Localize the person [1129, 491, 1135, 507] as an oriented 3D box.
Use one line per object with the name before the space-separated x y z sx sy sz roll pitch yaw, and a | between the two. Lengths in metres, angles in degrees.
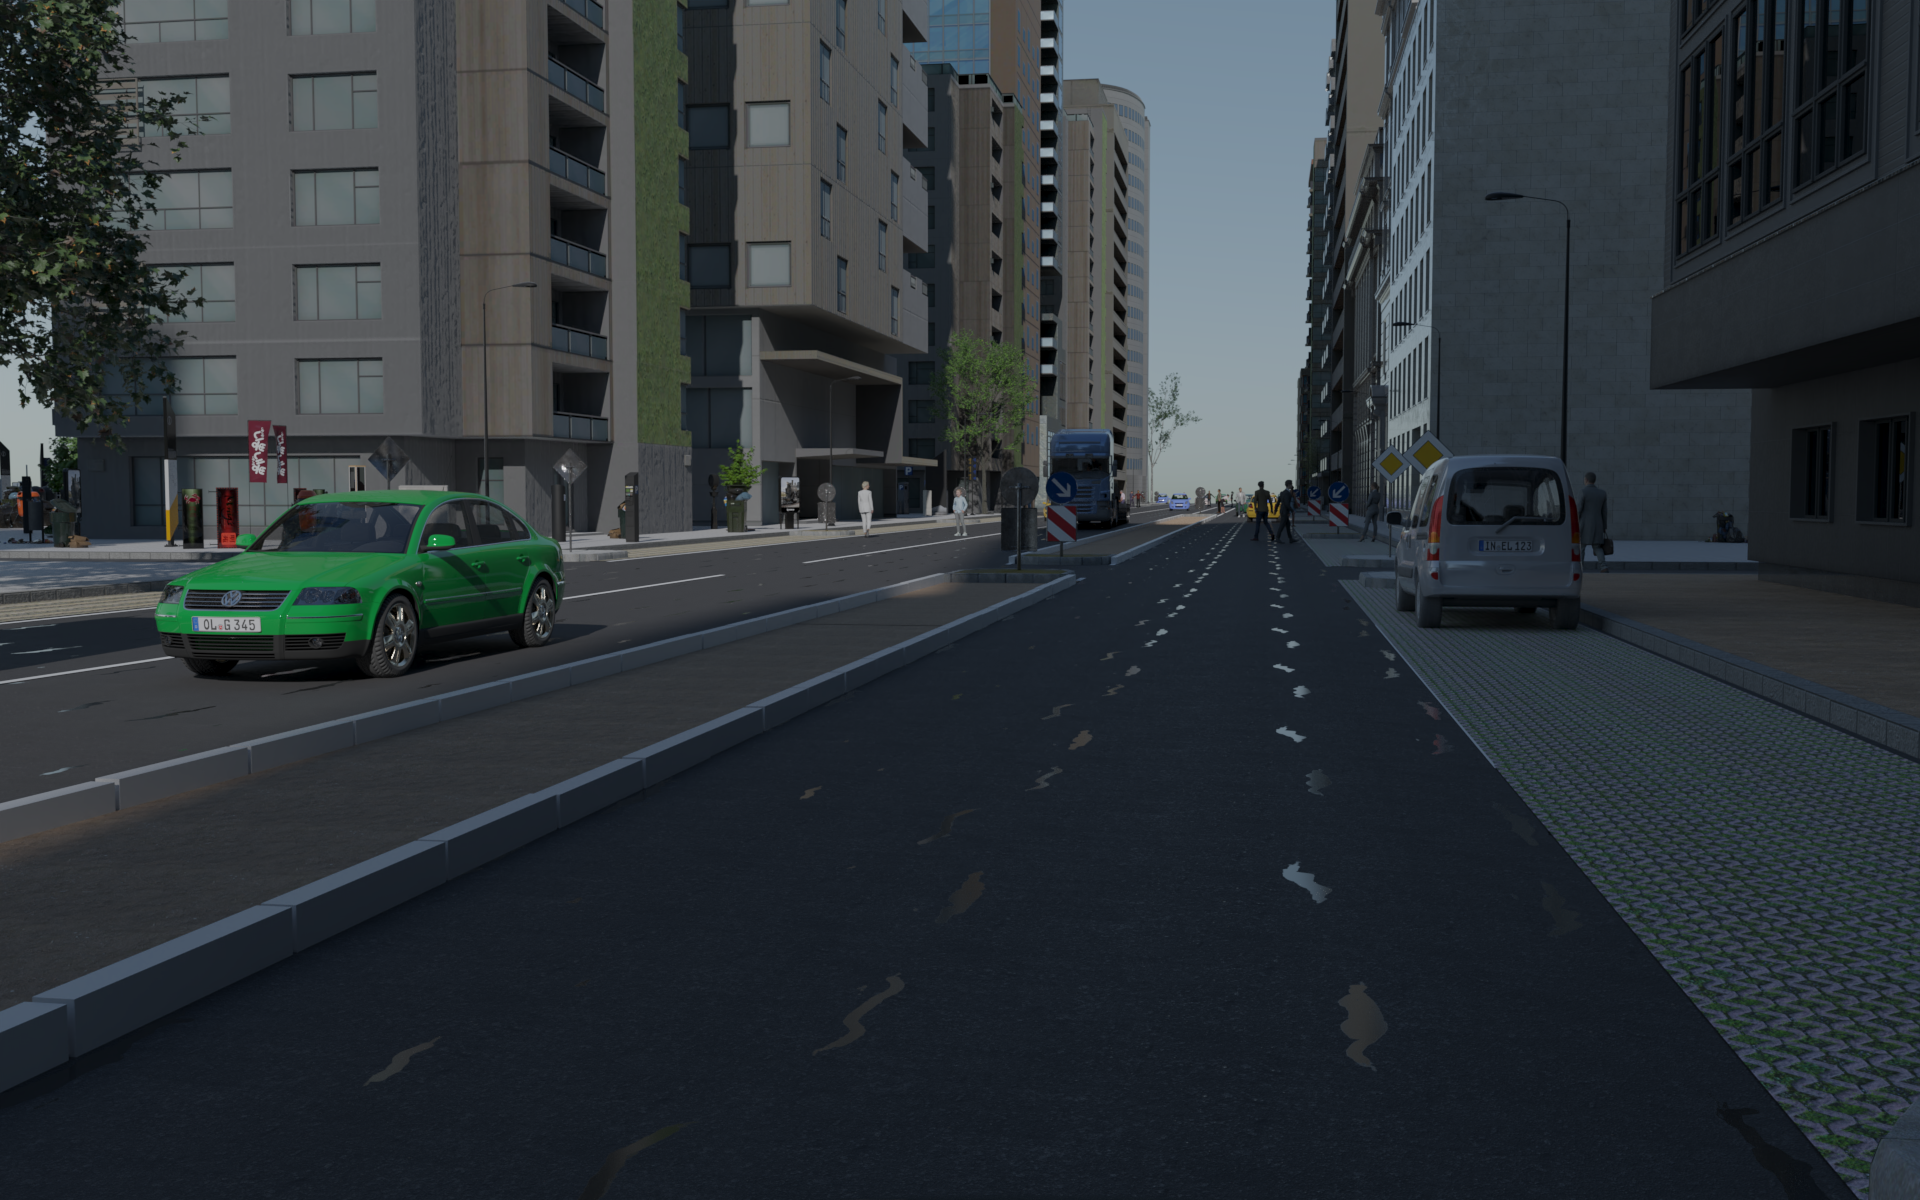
person | 18.589 -10.854 186.419 0.568 1.767 0.683 3 5 44

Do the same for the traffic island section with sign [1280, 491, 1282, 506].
traffic island section with sign | 25.745 -7.631 133.397 1.989 1.847 2.006 1 4 10

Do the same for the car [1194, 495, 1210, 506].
car | 29.480 -12.098 210.168 2.083 1.381 4.827 1 4 11

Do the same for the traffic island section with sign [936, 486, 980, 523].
traffic island section with sign | -0.030 -4.771 86.632 1.989 1.847 2.006 1 4 10

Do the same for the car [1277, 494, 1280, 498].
car | 46.308 -14.671 248.674 1.959 1.807 4.718 1 4 10

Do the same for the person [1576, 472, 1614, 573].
person | 10.852 -1.299 29.840 0.694 1.812 0.767 -1 4 -16

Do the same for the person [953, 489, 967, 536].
person | -0.022 -3.013 59.568 0.589 1.601 0.330 3 5 41

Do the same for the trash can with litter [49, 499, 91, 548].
trash can with litter | -21.220 -1.836 41.399 1.055 1.170 0.624 1 4 23

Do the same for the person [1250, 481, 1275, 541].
person | 9.325 -2.737 53.168 0.836 1.842 0.656 3 5 40

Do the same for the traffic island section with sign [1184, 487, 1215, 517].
traffic island section with sign | 15.220 -6.224 109.901 2.006 1.907 1.989 1 4 10

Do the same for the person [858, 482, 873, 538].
person | -3.088 -2.954 56.675 0.514 1.842 0.818 0 4 2

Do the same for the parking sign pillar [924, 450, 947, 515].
parking sign pillar | -1.492 -7.081 104.254 1.447 3.967 1.447 -1 4 -15

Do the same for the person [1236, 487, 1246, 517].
person | 17.324 -6.024 106.837 0.661 1.843 0.795 1 4 17

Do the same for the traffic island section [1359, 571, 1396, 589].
traffic island section | 7.346 -0.302 27.226 2.009 0.180 2.903 1 4 10

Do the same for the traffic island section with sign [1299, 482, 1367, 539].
traffic island section with sign | 12.084 -2.892 55.916 1.989 1.847 2.006 1 4 10

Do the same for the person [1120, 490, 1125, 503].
person | 12.087 -7.329 129.275 0.436 1.711 0.756 2 4 29

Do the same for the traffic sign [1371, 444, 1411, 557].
traffic sign | 8.707 -1.919 35.018 0.795 2.450 0.064 1 4 10

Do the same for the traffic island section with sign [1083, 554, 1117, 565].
traffic island section with sign | 2.183 -1.698 35.897 2.006 1.907 1.989 1 4 10

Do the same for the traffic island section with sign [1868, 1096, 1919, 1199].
traffic island section with sign | 2.713 0.356 2.802 1.989 1.847 2.006 1 4 10

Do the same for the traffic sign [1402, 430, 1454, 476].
traffic sign | 7.321 -1.438 27.153 0.795 2.450 0.064 1 4 10

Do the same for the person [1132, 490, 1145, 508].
person | 18.153 -10.269 176.358 1.348 1.831 0.705 0 4 5

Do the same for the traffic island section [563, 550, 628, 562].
traffic island section | -8.592 -0.970 38.139 2.009 0.180 2.903 1 4 10

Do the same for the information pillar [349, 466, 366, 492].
information pillar | -15.607 -2.471 44.896 0.304 2.012 0.304 2 4 35

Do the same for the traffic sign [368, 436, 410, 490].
traffic sign | -9.954 -1.625 30.208 0.795 2.450 0.064 1 4 10

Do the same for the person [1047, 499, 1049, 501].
person | 6.806 -7.168 126.409 0.721 1.736 1.217 -3 5 -39

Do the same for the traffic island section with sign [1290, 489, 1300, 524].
traffic island section with sign | 16.970 -4.588 83.647 1.989 1.847 2.006 1 4 10

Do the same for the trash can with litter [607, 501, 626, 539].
trash can with litter | -9.718 -2.343 49.693 1.055 1.170 0.624 3 4 37

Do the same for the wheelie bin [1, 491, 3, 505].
wheelie bin | -38.736 -3.851 70.876 0.980 1.594 0.693 1 4 21

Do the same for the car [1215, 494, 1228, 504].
car | 39.239 -15.350 259.762 1.959 1.807 4.718 1 4 9

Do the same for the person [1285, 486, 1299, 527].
person | 14.511 -4.110 75.800 0.616 1.811 0.778 3 5 44

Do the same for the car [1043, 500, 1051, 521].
car | 5.463 -5.013 92.182 2.015 1.641 3.980 1 4 9

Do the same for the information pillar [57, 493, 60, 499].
information pillar | -49.072 -5.484 94.148 0.304 2.012 0.304 -2 4 -25

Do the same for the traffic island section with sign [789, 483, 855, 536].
traffic island section with sign | -4.714 -3.147 60.086 1.989 1.847 2.006 1 4 10

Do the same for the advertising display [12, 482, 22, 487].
advertising display | -50.254 -5.329 92.350 0.974 1.923 0.123 3 5 39

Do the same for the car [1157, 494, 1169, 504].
car | 29.666 -14.947 253.967 1.945 1.707 3.694 1 4 12

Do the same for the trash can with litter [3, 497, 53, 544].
trash can with litter | -24.249 -2.086 45.164 2.233 1.210 1.678 2 4 27

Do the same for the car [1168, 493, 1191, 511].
car | 18.850 -8.501 148.580 1.945 1.707 3.694 1 4 8

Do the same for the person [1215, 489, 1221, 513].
person | 19.690 -7.541 131.797 0.705 1.823 1.348 0 4 -4

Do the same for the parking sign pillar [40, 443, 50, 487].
parking sign pillar | -48.728 -6.348 92.258 1.447 3.967 1.447 -2 4 -31

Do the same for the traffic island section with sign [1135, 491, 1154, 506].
traffic island section with sign | 23.041 -12.779 217.558 1.989 1.847 2.006 1 4 10

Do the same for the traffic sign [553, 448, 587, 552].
traffic sign | -8.568 -2.106 38.073 0.795 2.450 0.064 1 4 10

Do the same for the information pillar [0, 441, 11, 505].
information pillar | -42.339 -5.227 76.813 0.183 3.616 0.504 1 4 20

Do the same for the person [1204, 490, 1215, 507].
person | 26.818 -10.878 186.380 1.348 1.821 0.705 0 4 3

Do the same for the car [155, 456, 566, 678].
car | -4.999 -0.380 15.006 1.959 1.807 4.718 1 4 10

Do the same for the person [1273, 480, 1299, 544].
person | 9.496 -2.565 50.212 0.755 1.850 0.659 0 4 -2

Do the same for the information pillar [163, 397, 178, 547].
information pillar | -19.157 -3.100 42.036 0.183 3.616 0.504 0 3 0

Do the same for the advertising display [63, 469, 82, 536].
advertising display | -22.612 -2.381 44.147 0.123 1.923 0.974 -1 4 -9

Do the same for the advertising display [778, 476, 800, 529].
advertising display | -6.220 -3.541 63.117 0.123 1.923 0.974 3 5 41

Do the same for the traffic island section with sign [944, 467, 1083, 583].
traffic island section with sign | 0.887 -1.252 28.604 2.006 1.907 1.989 1 4 10

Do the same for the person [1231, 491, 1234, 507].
person | 29.841 -11.090 190.538 0.721 1.743 1.217 0 4 4

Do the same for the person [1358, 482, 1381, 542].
person | 12.186 -2.616 51.552 0.573 1.790 0.520 3 4 36

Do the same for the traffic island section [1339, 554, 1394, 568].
traffic island section | 8.732 -0.783 35.091 2.009 0.180 2.903 1 4 10

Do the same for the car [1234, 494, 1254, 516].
car | 18.928 -6.194 113.069 2.131 1.459 4.920 1 4 10

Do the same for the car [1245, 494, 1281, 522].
car | 15.653 -4.818 88.990 2.015 1.641 3.980 1 4 12

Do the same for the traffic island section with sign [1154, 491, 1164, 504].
traffic island section with sign | 27.798 -14.428 244.529 1.989 1.847 2.006 1 4 10

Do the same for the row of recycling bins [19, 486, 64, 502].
row of recycling bins | -52.963 -5.701 100.317 1.069 1.692 3.534 0 4 5

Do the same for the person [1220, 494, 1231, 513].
person | 19.575 -7.104 127.831 0.628 1.438 0.799 3 4 36

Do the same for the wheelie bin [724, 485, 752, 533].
wheelie bin | -7.427 -3.052 57.812 0.980 1.594 0.693 0 4 4
